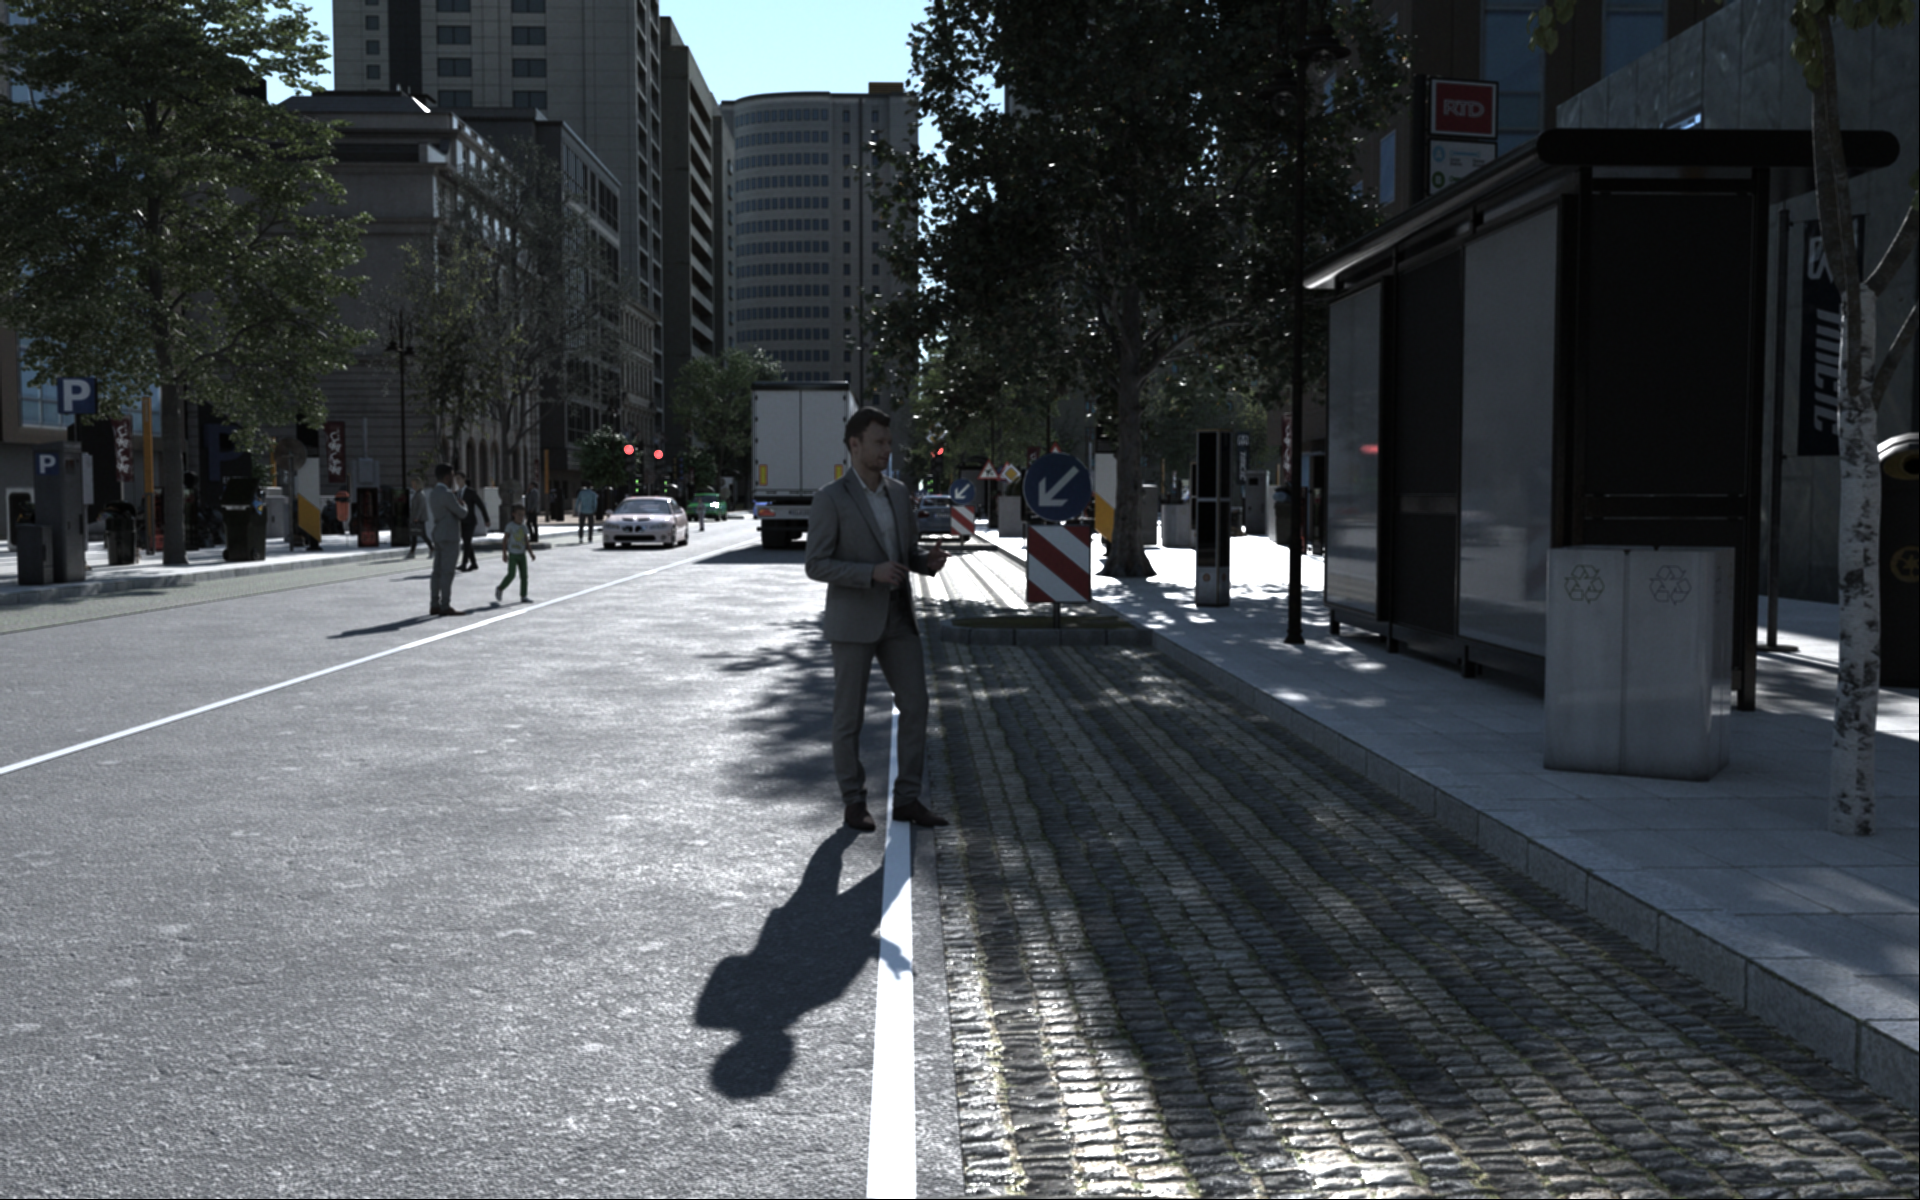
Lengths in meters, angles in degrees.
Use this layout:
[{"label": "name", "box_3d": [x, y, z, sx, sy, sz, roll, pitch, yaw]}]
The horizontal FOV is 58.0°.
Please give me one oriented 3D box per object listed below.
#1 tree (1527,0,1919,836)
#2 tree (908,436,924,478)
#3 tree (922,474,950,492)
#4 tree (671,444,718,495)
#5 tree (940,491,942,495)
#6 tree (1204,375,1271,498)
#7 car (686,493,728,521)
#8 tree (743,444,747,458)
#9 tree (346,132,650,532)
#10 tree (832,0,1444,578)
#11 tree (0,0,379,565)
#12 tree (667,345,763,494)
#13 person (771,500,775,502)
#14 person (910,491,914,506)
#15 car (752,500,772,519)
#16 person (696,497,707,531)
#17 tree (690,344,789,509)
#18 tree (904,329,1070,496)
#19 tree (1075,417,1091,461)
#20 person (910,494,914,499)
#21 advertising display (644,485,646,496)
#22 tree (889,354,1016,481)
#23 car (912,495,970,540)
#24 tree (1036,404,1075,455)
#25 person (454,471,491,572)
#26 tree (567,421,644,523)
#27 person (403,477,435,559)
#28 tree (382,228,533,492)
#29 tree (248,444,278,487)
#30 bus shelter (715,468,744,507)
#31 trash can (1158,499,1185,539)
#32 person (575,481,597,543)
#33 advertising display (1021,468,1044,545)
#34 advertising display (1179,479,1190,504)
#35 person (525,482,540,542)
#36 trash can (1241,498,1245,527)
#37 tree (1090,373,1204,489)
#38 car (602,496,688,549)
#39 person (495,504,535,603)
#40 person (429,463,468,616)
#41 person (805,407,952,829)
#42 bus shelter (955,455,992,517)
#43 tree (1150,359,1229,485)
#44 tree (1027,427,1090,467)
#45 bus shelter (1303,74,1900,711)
[{"label": "tree", "box_3d": [3.194, -3.413, 6.166, 4.737, 8.622, 4.395, 0, 3, 0]}, {"label": "tree", "box_3d": [-3.668, -17.009, 212.506, 7.601, 10.594, 8.767, -3, 5, -42]}, {"label": "tree", "box_3d": [-1.986, -11.390, 169.942, 4.285, 4.588, 4.351, 0, 3, 0]}, {"label": "tree", "box_3d": [-17.286, -7.928, 113.340, 4.285, 4.588, 4.351, 0, 3, 0]}, {"label": "tree", "box_3d": [-2.240, -14.256, 183.454, 4.737, 8.622, 4.395, 0, 3, 0]}, {"label": "tree", "box_3d": [16.114, -8.941, 96.541, 4.360, 8.622, 3.978, 0, 3, 0]}, {"label": "car", "box_3d": [-13.384, -5.062, 91.562, 1.959, 1.807, 4.718, 0, 4, -1]}, {"label": "tree", "box_3d": [-19.190, -17.337, 193.827, 12.009, 13.543, 11.850, 0, 3, 0]}, {"label": "tree", "box_3d": [-15.211, -9.038, 58.146, 12.009, 13.543, 11.850, 0, 3, 0]}, {"label": "tree", "box_3d": [2.723, -6.719, 26.866, 9.611, 12.733, 9.660, 0, 3, 0]}, {"label": "tree", "box_3d": [-14.816, -6.925, 31.351, 7.486, 12.596, 7.792, 0, 3, 0]}, {"label": "tree", "box_3d": [-16.682, -11.906, 120.418, 9.928, 11.665, 9.643, 0, 3, 0]}, {"label": "person", "box_3d": [-9.027, -4.674, 85.263, 0.374, 1.781, 0.599, -3, 5, -43]}, {"label": "person", "box_3d": [-5.034, -10.525, 181.142, 0.434, 1.755, 0.990, 1, 4, 13]}, {"label": "car", "box_3d": [-11.030, -5.548, 100.304, 1.945, 1.707, 3.694, 0, 4, -2]}, {"label": "person", "box_3d": [-10.013, -3.317, 67.012, 0.425, 1.301, 0.394, 0, 4, 6]}, {"label": "tree", "box_3d": [-18.262, -14.795, 148.555, 9.857, 13.997, 8.962, 0, 3, 0]}, {"label": "tree", "box_3d": [1.763, -10.042, 82.308, 7.486, 12.596, 7.792, 0, 3, 0]}, {"label": "tree", "box_3d": [11.328, -10.886, 128.346, 4.360, 8.622, 3.978, 0, 3, 0]}, {"label": "person", "box_3d": [-5.127, -10.244, 179.182, 0.628, 1.438, 0.799, 3, 4, 37]}, {"label": "advertising display", "box_3d": [-23.422, -7.429, 126.679, 0.974, 1.923, 0.123, -1, 4, -10]}, {"label": "tree", "box_3d": [-0.434, -13.804, 136.060, 12.009, 13.543, 11.850, 0, 3, 0]}, {"label": "car", "box_3d": [-0.600, -2.598, 54.472, 2.014, 1.417, 4.499, 0, 4, -2]}, {"label": "tree", "box_3d": [8.198, -11.691, 141.516, 4.360, 8.622, 3.978, 0, 3, 0]}, {"label": "person", "box_3d": [-9.163, -1.452, 32.019, 0.659, 1.850, 0.755, 2, 4, 27]}, {"label": "tree", "box_3d": [-15.952, -5.771, 78.062, 4.285, 4.588, 4.351, 0, 3, 0]}, {"label": "person", "box_3d": [-11.894, -1.801, 38.134, 0.728, 1.800, 0.709, -2, 4, -25]}, {"label": "tree", "box_3d": [-14.330, -6.023, 48.846, 4.360, 8.622, 3.978, 0, 3, 0]}, {"label": "tree", "box_3d": [-24.424, -3.974, 59.575, 1.663, 3.219, 1.824, 0, 3, 0]}, {"label": "bus shelter", "box_3d": [-18.417, -8.790, 137.645, 2.014, 3.302, 5.546, 0, 4, -2]}, {"label": "trash can", "box_3d": [5.799, -2.191, 47.484, 0.748, 1.137, 0.748, 0, 3, 0]}, {"label": "person", "box_3d": [-10.904, -2.566, 50.473, 0.660, 1.820, 0.620, 0, 4, -4]}, {"label": "advertising display", "box_3d": [1.835, -2.351, 43.655, 0.123, 1.923, 0.974, 2, 4, 33]}, {"label": "advertising display", "box_3d": [9.853, -4.335, 76.085, 0.123, 1.923, 0.974, 2, 4, 31]}, {"label": "person", "box_3d": [-12.641, -2.598, 51.158, 0.473, 1.802, 0.592, 0, 4, 3]}, {"label": "trash can", "box_3d": [11.403, -3.453, 68.102, 0.748, 1.137, 0.748, 0, 3, 0]}, {"label": "tree", "box_3d": [10.238, -8.840, 94.894, 4.360, 8.622, 3.978, 0, 3, 0]}, {"label": "car", "box_3d": [-8.509, -2.126, 47.116, 2.083, 1.381, 4.827, 0, 4, -2]}, {"label": "person", "box_3d": [-5.899, -0.624, 22.944, 0.590, 1.304, 0.306, 2, 4, 27]}, {"label": "person", "box_3d": [-6.042, -0.725, 20.542, 0.511, 1.800, 0.466, 3, 4, 37]}, {"label": "person", "box_3d": [-0.324, 0.080, 7.397, 0.583, 1.804, 0.606, 3, 5, 43]}, {"label": "bus shelter", "box_3d": [0.848, -6.050, 92.849, 2.014, 3.302, 5.546, 0, 4, -2]}, {"label": "tree", "box_3d": [18.977, -13.746, 142.871, 7.486, 12.596, 7.792, 0, 3, 0]}, {"label": "tree", "box_3d": [2.695, -3.421, 50.541, 1.663, 3.219, 1.824, 0, 3, 0]}, {"label": "bus shelter", "box_3d": [4.233, -2.244, 14.314, 2.179, 5.291, 8.768, 0, 4, -2]}]
